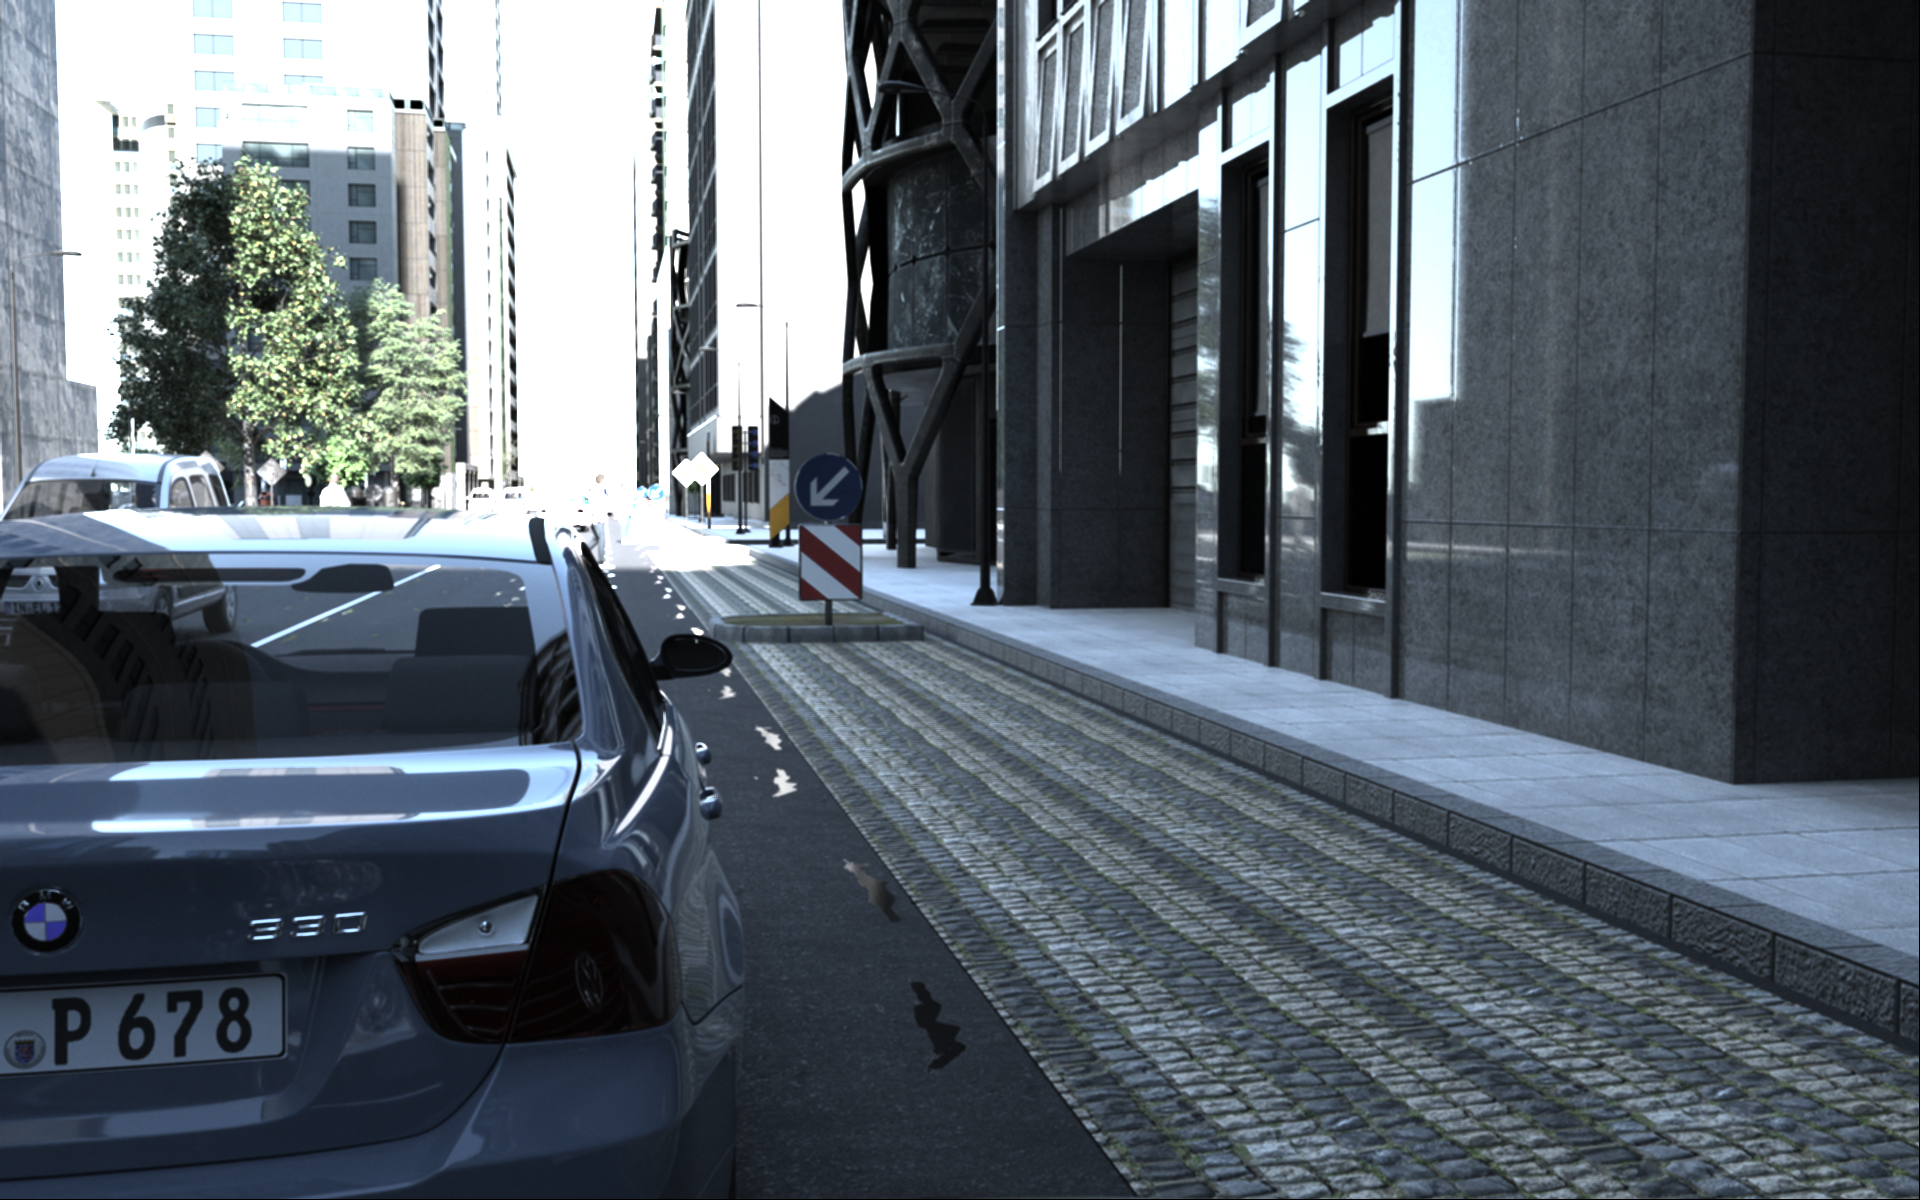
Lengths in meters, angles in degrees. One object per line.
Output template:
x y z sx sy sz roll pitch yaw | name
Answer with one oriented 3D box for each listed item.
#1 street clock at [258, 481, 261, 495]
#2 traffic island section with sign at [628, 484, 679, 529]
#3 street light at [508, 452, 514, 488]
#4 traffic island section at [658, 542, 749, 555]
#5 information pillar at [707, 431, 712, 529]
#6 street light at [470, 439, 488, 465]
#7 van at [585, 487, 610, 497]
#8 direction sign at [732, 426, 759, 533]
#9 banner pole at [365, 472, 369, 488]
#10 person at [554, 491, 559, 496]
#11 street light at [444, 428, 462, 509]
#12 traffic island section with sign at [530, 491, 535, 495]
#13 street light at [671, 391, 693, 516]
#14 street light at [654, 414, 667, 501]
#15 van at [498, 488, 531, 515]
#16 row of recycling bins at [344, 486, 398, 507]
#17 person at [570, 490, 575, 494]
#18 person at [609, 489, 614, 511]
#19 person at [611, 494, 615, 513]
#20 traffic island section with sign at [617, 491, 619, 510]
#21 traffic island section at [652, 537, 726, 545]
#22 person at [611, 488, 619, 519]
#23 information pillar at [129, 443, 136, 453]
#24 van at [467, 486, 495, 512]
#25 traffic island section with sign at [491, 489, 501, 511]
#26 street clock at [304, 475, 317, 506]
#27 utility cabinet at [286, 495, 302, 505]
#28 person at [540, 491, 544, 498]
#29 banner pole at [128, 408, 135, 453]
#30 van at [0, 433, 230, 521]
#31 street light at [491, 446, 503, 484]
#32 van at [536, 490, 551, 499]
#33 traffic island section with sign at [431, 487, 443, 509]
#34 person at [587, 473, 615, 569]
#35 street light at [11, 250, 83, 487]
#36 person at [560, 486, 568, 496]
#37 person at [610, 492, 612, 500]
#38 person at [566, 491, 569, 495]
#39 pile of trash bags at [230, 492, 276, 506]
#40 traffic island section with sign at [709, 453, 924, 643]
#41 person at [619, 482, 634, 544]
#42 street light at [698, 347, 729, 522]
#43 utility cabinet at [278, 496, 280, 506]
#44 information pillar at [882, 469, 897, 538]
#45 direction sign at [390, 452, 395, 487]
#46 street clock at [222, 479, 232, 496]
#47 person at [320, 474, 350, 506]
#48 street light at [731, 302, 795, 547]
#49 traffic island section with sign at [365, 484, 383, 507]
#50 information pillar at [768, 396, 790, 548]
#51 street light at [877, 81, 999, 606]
-37.901 -5.473 94.058 0.358 2.002 0.471 -3 4 -38 | street clock
-12.779 -3.889 72.215 1.989 1.847 2.006 -1 4 -12 | traffic island section with sign
-49.770 -13.330 190.487 1.470 5.913 1.316 -1 4 -12 | street light
-6.224 -1.208 42.028 2.009 0.180 2.903 -1 4 -12 | traffic island section
-9.346 -4.469 64.427 0.183 3.616 0.504 0 4 -4 | information pillar
-40.563 -10.577 145.468 1.470 5.913 1.316 -1 4 -12 | street light
-33.086 -9.401 158.083 2.240 2.365 5.245 -1 4 -12 | van
-7.132 -4.011 57.572 0.876 3.537 0.379 -1 4 -15 | direction sign
-37.183 -7.254 108.612 0.401 3.779 0.863 -3 5 -39 | banner pole
-48.272 -12.123 207.258 0.990 1.755 0.434 1 4 21 | person
-35.860 -9.165 122.391 1.470 5.913 1.316 -1 4 -12 | street light
-55.606 -13.273 225.640 1.989 1.847 2.006 -1 4 -12 | traffic island section with sign
-12.299 -6.487 78.608 1.470 5.913 1.316 -1 4 -12 | street light
-16.929 -7.859 101.041 1.470 5.913 1.316 -1 4 -12 | street light
-28.578 -6.374 111.222 2.013 2.044 4.112 -1 4 -12 | van
-30.616 -5.007 88.977 3.534 1.692 1.069 0 4 3 | row of recycling bins
-34.653 -8.959 154.997 1.348 1.821 0.705 0 4 0 | person
-28.721 -8.226 142.981 0.705 1.826 1.348 -2 4 -28 | person
-26.360 -7.367 132.166 0.599 1.433 0.991 1 4 14 | person
-28.344 -8.504 147.666 1.989 1.847 2.006 -1 4 -12 | traffic island section with sign
-7.836 -1.686 49.849 2.009 0.180 2.903 -1 4 -12 | traffic island section
-19.987 -5.598 100.209 0.466 1.800 0.511 -3 5 -40 | person
-37.095 -5.283 77.726 0.504 3.616 0.183 3 5 41 | information pillar
-34.997 -7.321 126.712 2.013 2.044 4.112 -1 4 -12 | van
-38.784 -8.278 143.981 1.989 1.847 2.006 -1 4 -12 | traffic island section with sign
-24.437 -3.708 65.203 0.471 2.002 0.358 2 4 32 | street clock
-43.444 -6.220 112.857 1.020 1.237 0.306 -2 4 -32 | utility cabinet
-38.244 -9.098 157.971 0.721 1.743 1.217 -3 5 -42 | person
-24.123 -3.701 50.535 0.401 3.779 0.863 -2 4 -32 | banner pole
-8.190 -0.590 16.654 2.013 2.044 4.112 -1 4 -10 | van
-45.192 -11.947 167.881 1.470 5.913 1.316 -1 4 -12 | street light
-45.210 -11.055 187.765 2.013 2.044 4.112 -1 4 -11 | van
-28.792 -5.315 95.534 1.989 1.847 2.006 -1 4 -12 | traffic island section with sign
-7.045 -1.525 33.286 0.795 1.843 0.661 -1 4 -9 | person
-17.386 -3.698 33.006 1.470 5.913 1.316 -1 4 -12 | street light
-17.643 -4.214 77.505 0.767 1.812 0.694 -2 4 -24 | person
-35.681 -10.303 177.629 0.621 1.740 0.551 1 4 13 | person
-36.102 -9.116 158.351 0.742 1.727 0.445 0 4 2 | person
-28.934 -3.667 69.710 3.447 1.369 1.912 1 4 23 | pile of trash bags
-1.524 -0.545 17.531 1.989 1.847 2.006 -1 4 -12 | traffic island section with sign
-9.652 -2.521 49.978 0.793 1.790 0.793 -1 4 -16 | person
-7.537 -5.040 54.945 1.470 5.913 1.316 -1 4 -12 | street light
-36.537 -4.944 91.999 0.306 1.237 1.020 1 4 15 | utility cabinet
-2.048 -2.807 50.385 0.304 2.012 0.304 2 4 28 | information pillar
-30.463 -6.180 93.041 0.379 3.537 0.876 0 4 -7 | direction sign
-35.066 -4.786 82.821 0.471 2.002 0.358 1 4 16 | street clock
-12.140 -1.535 33.694 0.679 1.850 0.850 1 4 17 | person
-4.751 -4.261 42.205 1.470 5.913 1.316 -1 4 -12 | street light
-23.339 -3.695 69.046 1.989 1.847 2.006 -1 4 -12 | traffic island section with sign
-4.340 -3.065 41.467 0.504 3.616 0.183 0 4 -1 | information pillar
-0.240 -2.888 19.768 1.470 5.913 1.316 -1 4 -12 | street light
